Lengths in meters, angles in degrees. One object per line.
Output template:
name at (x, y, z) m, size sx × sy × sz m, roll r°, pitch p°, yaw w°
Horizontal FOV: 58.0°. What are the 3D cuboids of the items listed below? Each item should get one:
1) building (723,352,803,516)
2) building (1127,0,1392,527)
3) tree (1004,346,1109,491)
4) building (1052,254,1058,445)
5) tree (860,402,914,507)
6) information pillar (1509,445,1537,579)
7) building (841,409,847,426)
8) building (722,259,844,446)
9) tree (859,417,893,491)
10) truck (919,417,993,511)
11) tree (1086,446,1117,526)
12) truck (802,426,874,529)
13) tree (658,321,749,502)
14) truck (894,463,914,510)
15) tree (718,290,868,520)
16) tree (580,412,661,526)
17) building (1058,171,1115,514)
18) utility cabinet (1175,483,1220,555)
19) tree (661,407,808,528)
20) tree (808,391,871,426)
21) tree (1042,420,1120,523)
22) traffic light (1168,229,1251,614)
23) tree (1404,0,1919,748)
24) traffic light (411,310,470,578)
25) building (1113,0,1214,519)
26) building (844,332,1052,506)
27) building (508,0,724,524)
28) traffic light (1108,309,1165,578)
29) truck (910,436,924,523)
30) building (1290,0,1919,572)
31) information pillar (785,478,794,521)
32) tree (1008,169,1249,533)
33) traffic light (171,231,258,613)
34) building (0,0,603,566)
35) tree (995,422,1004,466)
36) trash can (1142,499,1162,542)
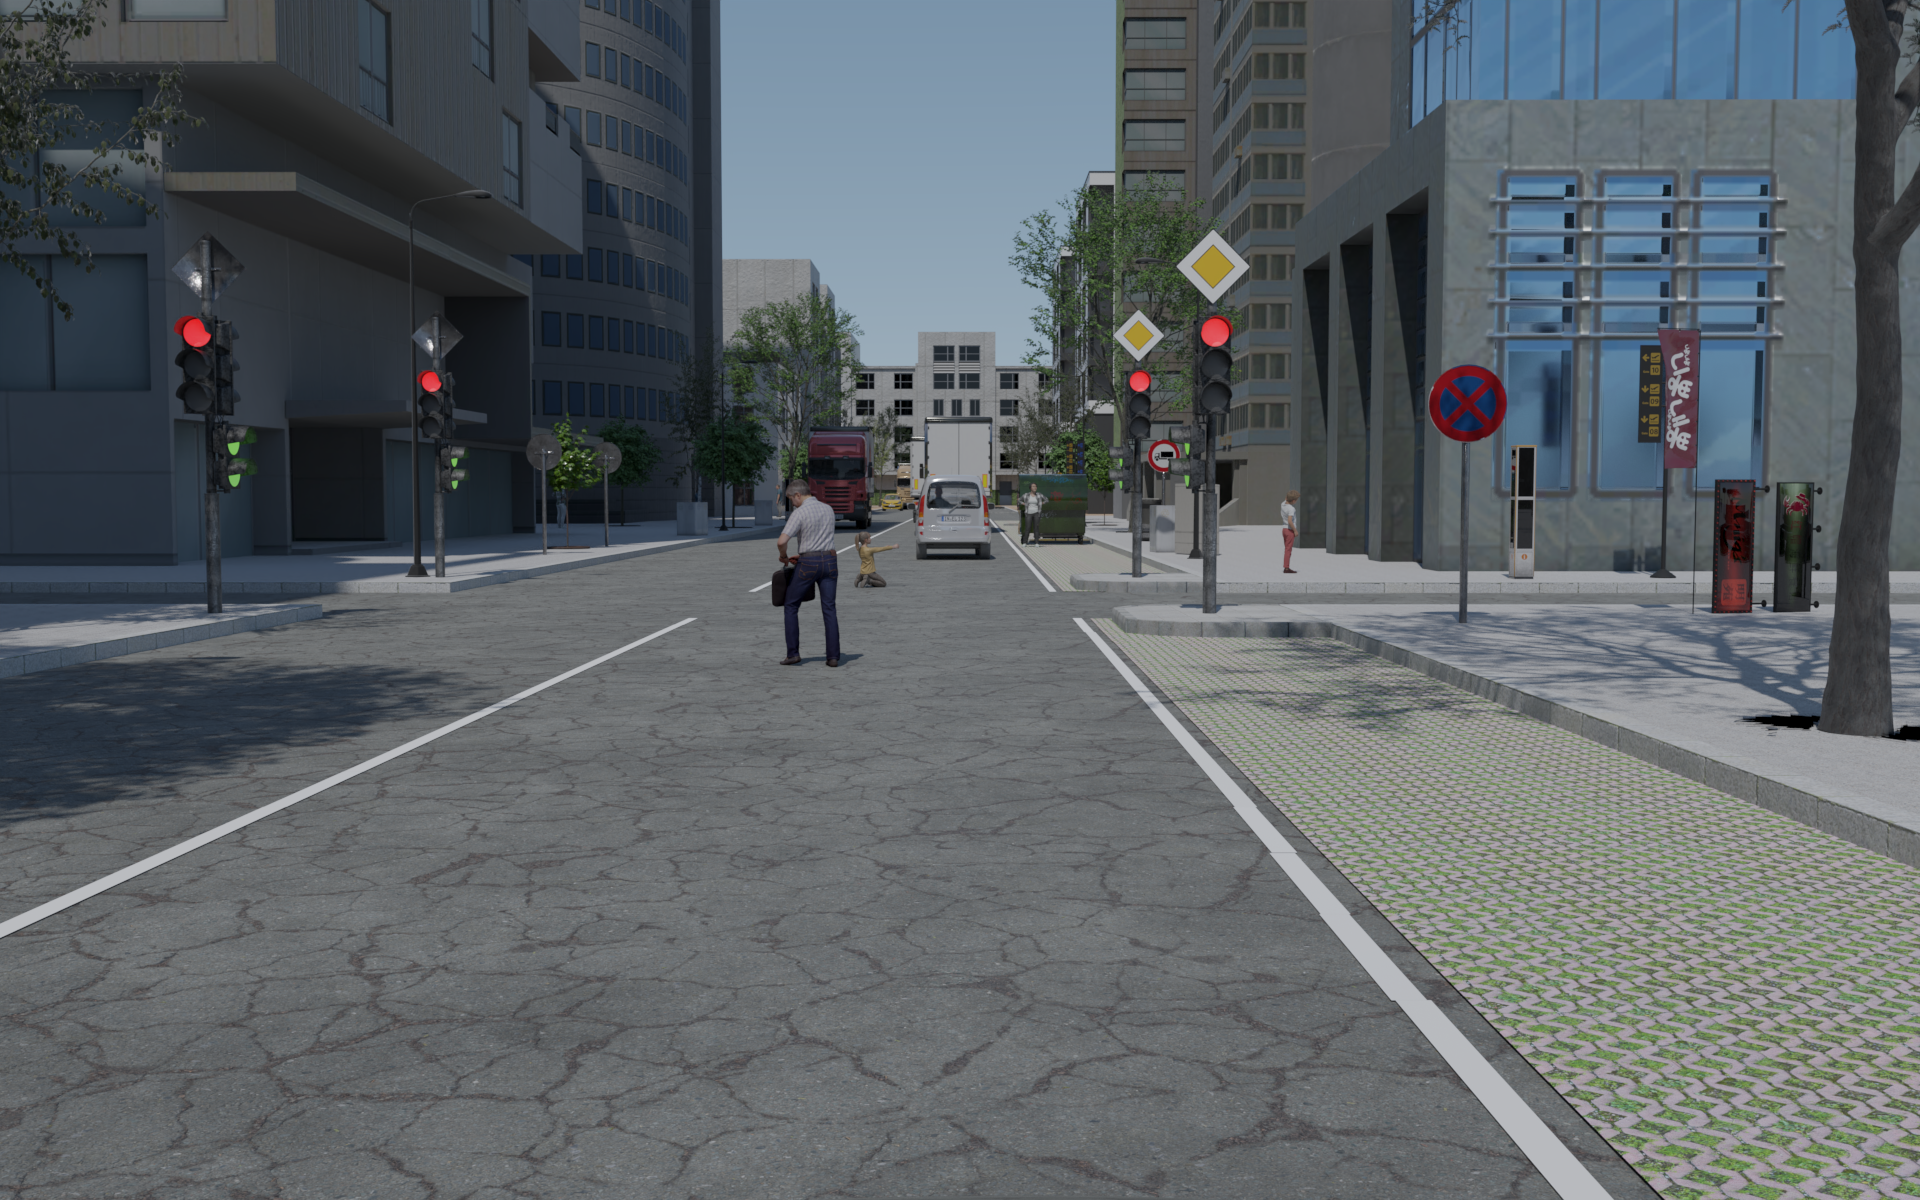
building at (-15.097, -10.650, 116.269) m, size 9.099 × 9.664 × 28.070 m, roll 0°, pitch 4°, yaw 0°
building at (24.074, -23.425, 74.877) m, size 32.217 × 40.220 × 23.993 m, roll 0°, pitch 4°, yaw 0°
tree at (5.036, -8.158, 83.745) m, size 4.360 × 8.622 × 3.978 m, roll 0°, pitch 3°, yaw 0°
building at (22.250, -19.243, 158.605) m, size 27.936 × 21.610 × 32.646 m, roll 0°, pitch 4°, yaw 0°
tree at (-7.736, -14.667, 174.213) m, size 7.601 × 10.594 × 8.767 m, roll 0°, pitch 4°, yaw 4°
information pillar at (8.503, -1.326, 26.178) m, size 0.304 × 2.012 × 0.304 m, roll 0°, pitch 4°, yaw 2°
building at (-25.452, -14.013, 171.259) m, size 28.070 × 9.664 × 9.099 m, roll 0°, pitch 4°, yaw 0°
building at (-19.539, -17.113, 146.258) m, size 16.747 × 18.905 × 31.486 m, roll 0°, pitch 4°, yaw 0°
tree at (-8.326, -12.937, 161.885) m, size 4.737 × 8.622 × 4.395 m, roll 0°, pitch 3°, yaw 0°
truck at (-0.180, -4.861, 68.385) m, size 2.839 × 4.237 × 11.283 m, roll 0°, pitch 4°, yaw -1°
tree at (5.928, -4.629, 70.278) m, size 1.663 × 3.219 × 1.824 m, roll 0°, pitch 3°, yaw 0°
truck at (-5.032, -5.200, 73.928) m, size 2.839 × 4.237 × 11.283 m, roll 0°, pitch 4°, yaw -1°
tree at (-11.188, -7.588, 74.426) m, size 4.360 × 8.622 × 3.978 m, roll 0°, pitch 3°, yaw 0°
truck at (-4.457, -10.505, 160.670) m, size 2.839 × 4.237 × 11.283 m, roll 0°, pitch 4°, yaw 1°
tree at (-8.400, -9.878, 87.257) m, size 9.928 × 11.665 × 9.643 m, roll 0°, pitch 3°, yaw 0°
tree at (-13.448, -5.224, 69.125) m, size 4.285 × 4.588 × 4.351 m, roll 0°, pitch 3°, yaw 0°
building at (22.167, -17.251, 126.021) m, size 27.936 × 21.610 × 32.646 m, roll 0°, pitch 4°, yaw 0°
utility cabinet at (4.995, -1.699, 36.454) m, size 0.318 × 1.500 × 1.173 m, roll -2°, pitch 4°, yaw -29°
tree at (-8.547, -5.002, 65.497) m, size 4.285 × 4.588 × 4.351 m, roll 0°, pitch 3°, yaw 0°
tree at (-8.043, -10.168, 116.608) m, size 4.360 × 8.622 × 3.978 m, roll 0°, pitch 3°, yaw 0°
tree at (5.339, -5.703, 76.953) m, size 4.285 × 4.588 × 4.351 m, roll 0°, pitch 3°, yaw 0°
traffic light at (2.665, -1.810, 18.522) m, size 0.839 × 4.253 × 0.868 m, roll 0°, pitch 4°, yaw 0°
tree at (4.910, -6.020, 8.803) m, size 12.009 × 13.543 × 11.850 m, roll 0°, pitch 3°, yaw 0°
traffic light at (-7.982, -2.301, 26.537) m, size 0.839 × 4.253 × 0.868 m, roll 0°, pitch 4°, yaw 0°
building at (15.306, -25.101, 94.000) m, size 14.154 × 41.232 × 14.086 m, roll 0°, pitch 4°, yaw 0°
building at (-4.533, -20.230, 197.211) m, size 31.486 × 18.905 × 16.747 m, roll 0°, pitch 4°, yaw 0°
building at (-24.264, -33.221, 85.163) m, size 21.231 × 58.520 × 28.212 m, roll 0°, pitch 4°, yaw 0°
traffic light at (2.699, -2.299, 26.507) m, size 0.839 × 4.253 × 0.868 m, roll 0°, pitch 4°, yaw 0°
truck at (-1.178, -6.165, 89.710) m, size 2.839 × 4.237 × 11.283 m, roll 0°, pitch 3°, yaw 0°
building at (23.475, -44.310, 37.144) m, size 31.000 × 86.520 × 22.319 m, roll 0°, pitch 4°, yaw 0°
information pillar at (-8.015, -4.698, 81.311) m, size 0.304 × 2.012 × 0.304 m, roll 2°, pitch 4°, yaw 32°
tree at (5.657, -8.028, 57.014) m, size 9.928 × 11.665 × 9.643 m, roll 0°, pitch 3°, yaw 0°
traffic light at (-8.016, -1.812, 18.552) m, size 0.839 × 4.253 × 0.868 m, roll 0°, pitch 4°, yaw 0°
building at (-25.045, -27.664, 41.546) m, size 28.713 × 52.752 × 27.495 m, roll 0°, pitch 4°, yaw 0°
tree at (4.944, -10.354, 119.655) m, size 4.360 × 8.622 × 3.978 m, roll 0°, pitch 3°, yaw 0°
trash can at (5.163, -2.163, 47.013) m, size 0.748 × 1.137 × 0.748 m, roll 0°, pitch 3°, yaw 0°
